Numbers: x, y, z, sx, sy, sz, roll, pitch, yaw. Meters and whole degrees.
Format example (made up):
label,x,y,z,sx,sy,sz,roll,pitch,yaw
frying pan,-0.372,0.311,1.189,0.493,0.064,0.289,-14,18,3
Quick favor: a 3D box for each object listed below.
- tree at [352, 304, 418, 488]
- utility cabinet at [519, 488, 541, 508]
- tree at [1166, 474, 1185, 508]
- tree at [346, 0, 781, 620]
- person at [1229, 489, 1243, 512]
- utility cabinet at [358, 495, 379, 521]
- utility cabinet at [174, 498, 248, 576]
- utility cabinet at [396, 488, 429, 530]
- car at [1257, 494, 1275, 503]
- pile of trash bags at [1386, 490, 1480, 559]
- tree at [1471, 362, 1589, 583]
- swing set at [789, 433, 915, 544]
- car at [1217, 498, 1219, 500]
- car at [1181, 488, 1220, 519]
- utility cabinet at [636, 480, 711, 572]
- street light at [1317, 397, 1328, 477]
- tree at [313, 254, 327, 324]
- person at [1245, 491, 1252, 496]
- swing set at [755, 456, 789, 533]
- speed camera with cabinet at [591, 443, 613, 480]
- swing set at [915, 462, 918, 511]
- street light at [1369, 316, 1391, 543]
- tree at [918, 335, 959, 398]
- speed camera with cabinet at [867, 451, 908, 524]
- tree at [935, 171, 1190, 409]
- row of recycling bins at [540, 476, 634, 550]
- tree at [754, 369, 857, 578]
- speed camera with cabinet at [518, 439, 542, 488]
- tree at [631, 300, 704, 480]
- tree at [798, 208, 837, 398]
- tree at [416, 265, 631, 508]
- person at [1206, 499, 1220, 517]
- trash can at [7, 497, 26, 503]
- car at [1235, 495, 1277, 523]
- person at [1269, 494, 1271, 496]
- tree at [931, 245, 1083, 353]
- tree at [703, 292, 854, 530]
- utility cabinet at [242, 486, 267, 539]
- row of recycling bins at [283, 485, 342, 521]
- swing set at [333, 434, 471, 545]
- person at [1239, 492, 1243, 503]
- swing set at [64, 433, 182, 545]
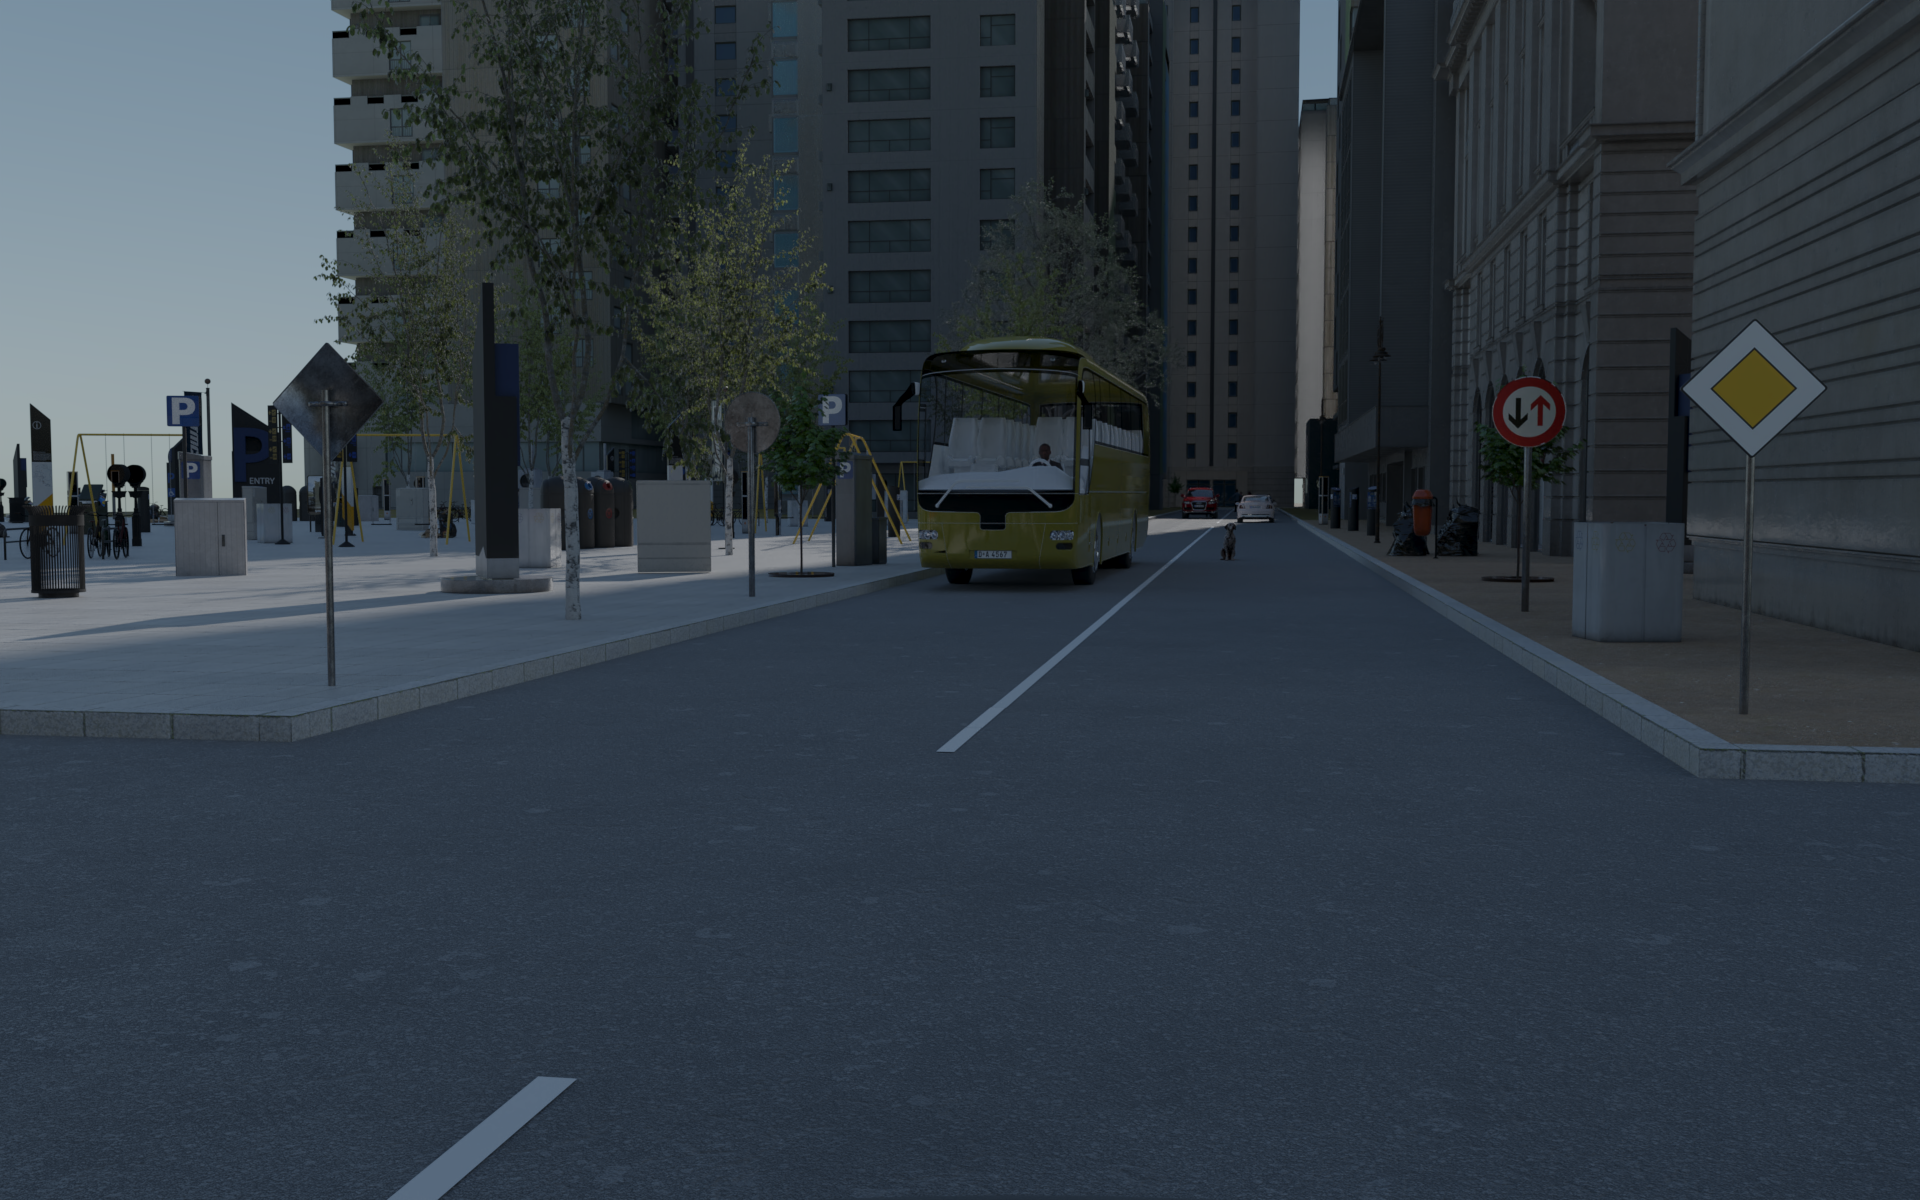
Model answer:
label,x,y,z,sx,sy,sz,roll,pitch,yaw
tree,-21.031,-7.019,65.116,4.737,8.622,4.395,0,3,0
utility cabinet,-14.749,-3.104,59.433,0.318,1.500,1.173,3,4,37
tree,20.180,-10.270,162.517,1.663,3.219,1.824,0,3,0
tree,-3.897,-4.091,17.256,4.360,8.622,3.978,0,3,0
person,21.981,-7.894,137.558,1.348,1.826,0.705,-1,4,-18
utility cabinet,-27.944,-4.314,81.703,0.306,1.237,1.020,3,4,38
utility cabinet,-11.779,-0.983,27.239,1.020,1.237,0.306,-1,4,-17
utility cabinet,-19.249,-3.190,60.842,1.173,1.500,0.318,1,4,22
car,21.072,-6.687,121.330,2.014,1.417,4.499,0,4,8
pile of trash bags,9.761,-1.597,35.863,1.912,1.369,3.447,1,4,21
tree,8.376,-1.889,25.481,1.663,3.219,1.824,0,3,0
swing set,-2.805,-2.950,45.856,2.862,2.851,3.119,0,4,3
car,19.203,-7.753,135.801,2.155,1.783,4.494,1,4,11
car,14.195,-5.726,102.292,2.281,1.827,5.304,1,4,9
utility cabinet,-4.649,-1.190,28.138,1.173,1.500,0.318,-1,4,-12
street light,17.293,-6.731,82.840,0.468,5.910,1.993,1,4,10
tree,-10.834,-5.187,35.175,4.360,8.622,3.978,0,3,0
person,22.378,-7.611,134.408,0.593,1.643,0.415,1,4,9
swing set,-5.126,-3.678,57.763,3.119,2.851,2.862,0,4,1
speed camera with cabinet,-14.563,-4.503,67.952,2.038,3.252,0.660,2,4,30
swing set,-1.323,-5.252,83.485,3.119,2.851,2.862,-1,4,-14
street light,10.933,-4.429,45.205,0.468,5.910,1.993,1,4,10
tree,0.029,-7.802,77.929,4.360,8.622,3.978,0,3,0
speed camera with cabinet,-3.299,-4.938,75.066,2.038,3.252,0.660,0,4,-4
tree,3.576,-9.577,66.952,12.009,13.543,11.850,0,3,0
row of recycling bins,-8.843,-2.072,40.986,1.069,1.692,3.534,1,4,17
tree,-2.424,-1.971,26.832,1.663,3.219,1.824,0,3,0
speed camera with cabinet,-16.000,-4.137,61.977,2.038,3.252,0.660,1,4,14
tree,-10.666,-7.034,65.374,4.737,8.622,4.395,0,3,0
tree,-4.769,-5.257,36.315,4.360,8.622,3.978,0,3,0
tree,-13.630,-6.347,54.133,4.737,8.622,4.395,0,3,0
person,15.485,-6.065,107.677,1.348,1.822,0.705,-1,4,-16
trash can,-41.440,-3.942,76.113,0.748,1.137,0.748,0,3,0
car,15.006,-4.615,87.815,2.083,1.381,4.827,1,4,10
person,22.971,-7.207,129.564,0.421,1.427,0.697,-2,4,-35
tree,1.596,-6.157,51.034,4.737,8.622,4.395,0,3,0
tree,-5.961,-6.819,61.858,4.737,8.622,4.395,0,3,0
utility cabinet,-19.803,-2.447,48.684,0.318,1.500,1.173,0,4,-4
row of recycling bins,-30.549,-4.608,82.449,3.534,1.692,1.069,-2,4,-28
swing set,-14.662,-2.908,45.170,3.119,2.851,2.862,0,4,-4
person,24.374,-8.562,149.960,0.415,1.643,0.593,-3,5,-41
swing set,-21.191,-2.896,44.973,3.119,2.851,2.862,-1,4,-9
